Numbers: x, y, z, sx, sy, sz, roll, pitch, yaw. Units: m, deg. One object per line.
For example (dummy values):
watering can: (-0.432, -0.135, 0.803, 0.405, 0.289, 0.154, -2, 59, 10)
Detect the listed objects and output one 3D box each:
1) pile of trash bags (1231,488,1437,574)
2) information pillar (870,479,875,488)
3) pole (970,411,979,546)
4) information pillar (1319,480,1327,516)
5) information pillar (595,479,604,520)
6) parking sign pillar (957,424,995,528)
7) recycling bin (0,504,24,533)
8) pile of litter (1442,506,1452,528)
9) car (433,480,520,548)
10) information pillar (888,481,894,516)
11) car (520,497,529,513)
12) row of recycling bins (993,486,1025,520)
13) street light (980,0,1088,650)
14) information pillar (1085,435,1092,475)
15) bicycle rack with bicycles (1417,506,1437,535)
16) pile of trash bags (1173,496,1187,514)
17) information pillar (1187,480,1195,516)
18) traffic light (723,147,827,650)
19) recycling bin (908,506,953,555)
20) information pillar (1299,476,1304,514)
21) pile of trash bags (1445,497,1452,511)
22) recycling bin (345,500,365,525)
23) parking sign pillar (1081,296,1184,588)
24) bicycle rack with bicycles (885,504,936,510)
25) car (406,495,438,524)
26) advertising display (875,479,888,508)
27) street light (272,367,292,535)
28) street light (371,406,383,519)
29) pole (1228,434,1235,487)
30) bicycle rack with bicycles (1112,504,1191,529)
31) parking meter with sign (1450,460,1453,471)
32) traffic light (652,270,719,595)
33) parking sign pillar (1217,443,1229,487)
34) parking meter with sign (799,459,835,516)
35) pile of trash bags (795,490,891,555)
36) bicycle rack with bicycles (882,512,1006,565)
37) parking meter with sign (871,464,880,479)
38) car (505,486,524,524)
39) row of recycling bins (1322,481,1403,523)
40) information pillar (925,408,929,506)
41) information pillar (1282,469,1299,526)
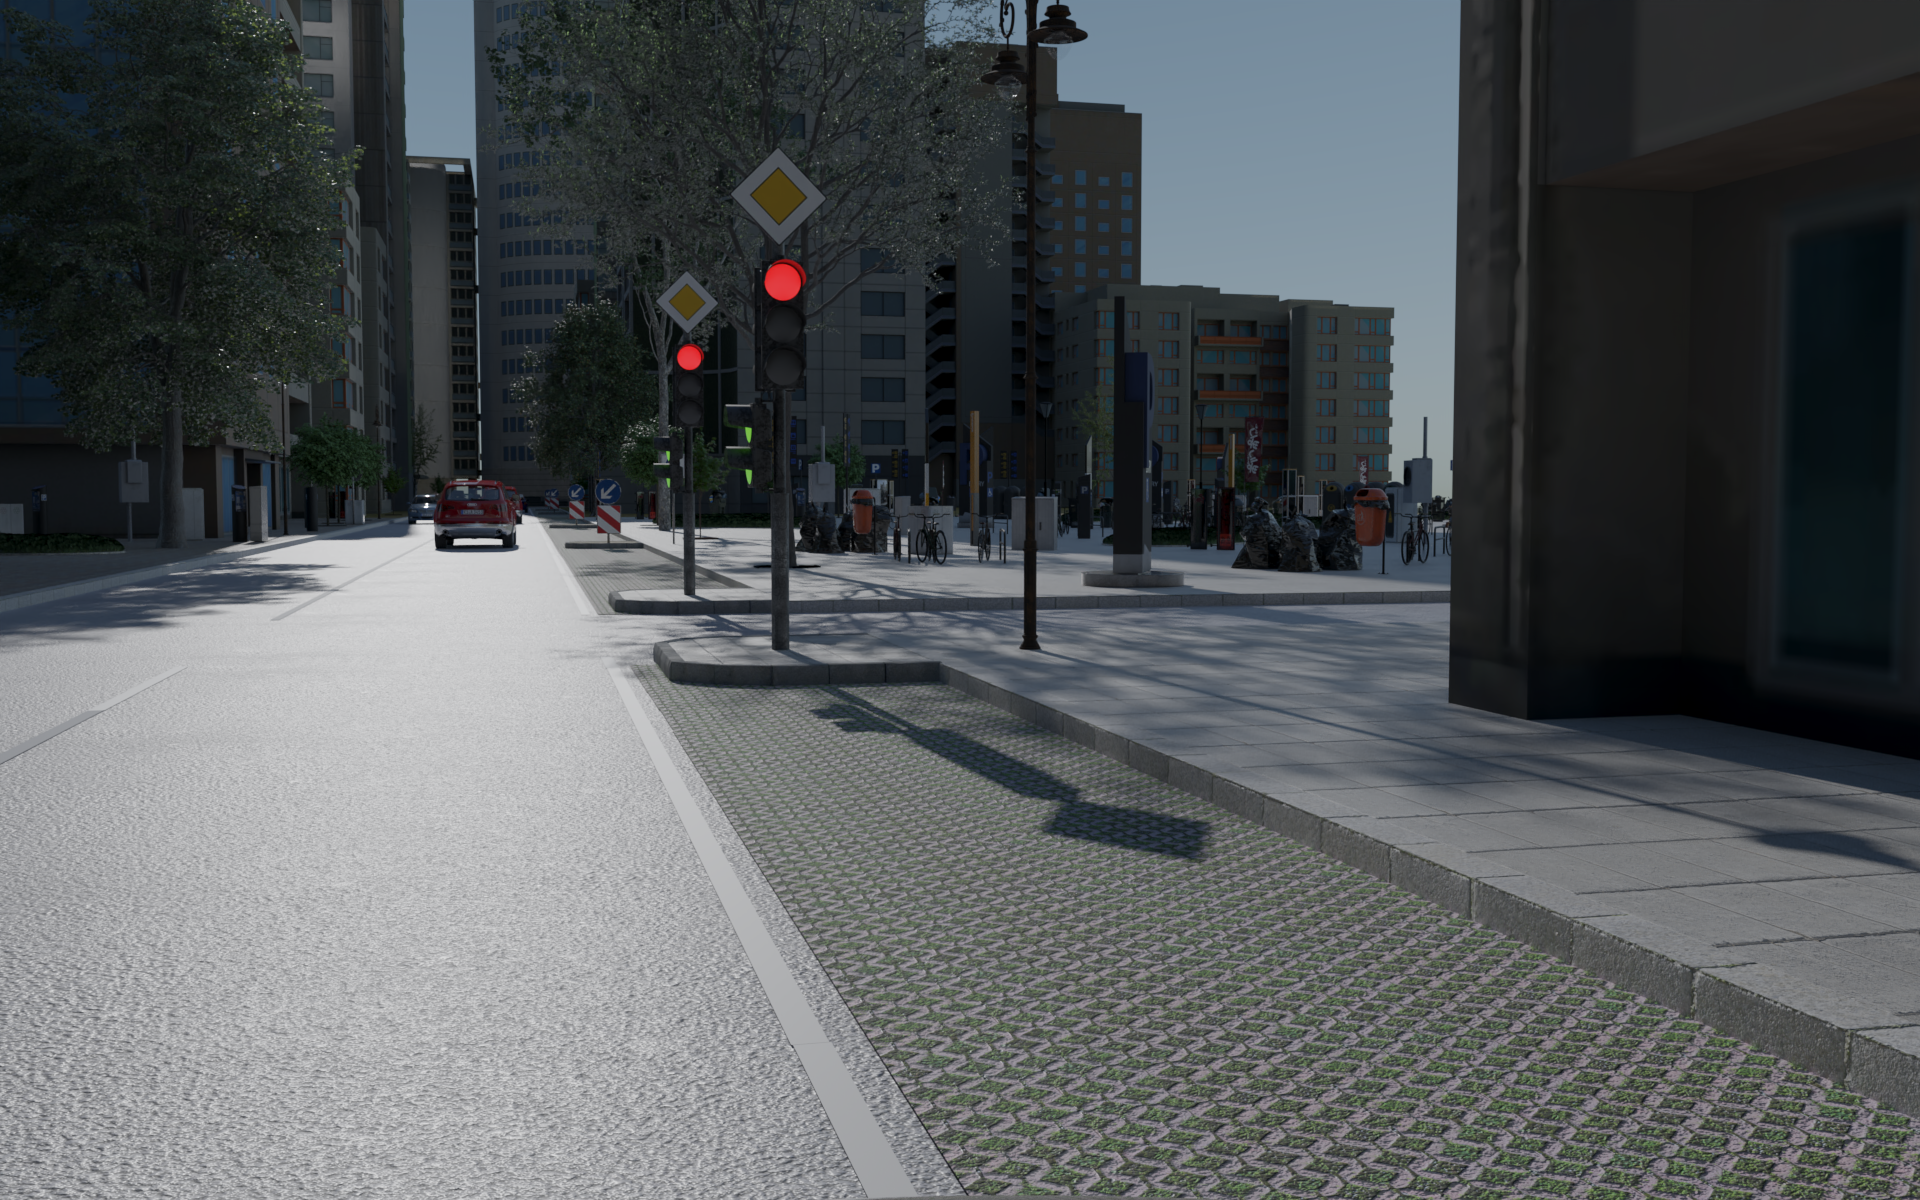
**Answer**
pile of trash bags: (6.049, -1.174, 28.952, 1.912, 1.369, 3.447, -1, 4, -22)
information pillar: (-4.318, -5.051, 87.071, 0.304, 2.012, 0.304, -2, 4, -28)
pole: (0.358, -2.983, 42.610, 0.158, 3.312, 0.155, 0, 3, 0)
information pillar: (18.750, -5.196, 89.441, 0.304, 2.012, 0.304, -1, 4, -9)
information pillar: (-17.875, -4.985, 85.989, 0.304, 2.012, 0.304, 2, 4, 32)
parking sign pillar: (0.657, -4.918, 68.884, 1.447, 3.967, 1.447, -2, 4, -28)
recycling bin: (-24.499, -1.942, 44.313, 0.722, 1.027, 0.722, 2, 4, 30)
pile of litter: (18.811, -3.155, 65.553, 1.176, 0.858, 1.719, -1, 4, -23)
car: (-13.202, -2.363, 47.312, 2.281, 1.827, 5.304, -1, 4, -13)
information pillar: (-3.909, -5.625, 96.468, 0.304, 2.012, 0.304, 3, 5, 40)
car: (-34.202, -7.400, 133.563, 1.945, 1.354, 3.894, -1, 4, -14)
row of recycling bins: (2.430, -4.938, 87.846, 1.069, 1.692, 3.534, -3, 5, -43)
street light: (0.580, -2.531, 14.163, 0.468, 5.910, 1.993, -1, 4, -14)
information pillar: (5.097, -4.735, 68.772, 0.183, 3.616, 0.504, 2, 4, 27)
bicycle rack with bicycles: (13.830, -2.506, 54.359, 2.852, 0.926, 2.925, 3, 4, 37)
pile of trash bags: (12.948, -5.466, 99.113, 1.912, 1.369, 3.447, 2, 4, 24)
information pillar: (11.754, -5.115, 88.121, 0.304, 2.012, 0.304, -1, 4, -15)
traffic light: (-1.500, -1.545, 14.186, 0.839, 4.253, 0.868, -1, 4, -14)
recycling bin: (-0.631, -1.490, 36.911, 0.722, 1.027, 0.722, -3, 5, -44)
information pillar: (13.671, -4.000, 69.898, 0.304, 2.012, 0.304, -2, 4, -26)
pile of trash bags: (25.375, -5.149, 93.936, 3.447, 1.369, 1.912, 3, 4, 36)
recycling bin: (-25.548, -3.704, 73.107, 0.722, 1.027, 0.722, -1, 4, -15)
parking sign pillar: (2.430, -2.190, 24.278, 1.447, 3.967, 1.447, 1, 4, 12)
bicycle rack with bicycles: (-2.012, -3.000, 62.431, 2.852, 0.926, 2.925, 1, 4, 17)
car: (-25.791, -4.406, 84.037, 2.014, 1.417, 4.499, -1, 4, -15)
advertising display: (-3.410, -4.269, 75.018, 0.123, 1.923, 0.974, 2, 4, 26)
street light: (-21.157, -4.978, 54.185, 0.468, 5.910, 1.993, -1, 4, -14)
street light: (-29.929, -7.112, 89.074, 0.468, 5.910, 1.993, -1, 4, -14)
pole: (9.215, -3.976, 58.846, 0.158, 3.312, 0.155, 0, 3, 0)
bicycle rack with bicycles: (6.778, -3.025, 62.845, 2.852, 0.926, 2.925, -2, 4, -30)
parking meter with sign: (25.636, -5.675, 89.043, 0.543, 3.016, 1.738, 2, 4, 27)
traffic light: (-3.460, -2.019, 21.928, 0.839, 4.253, 0.868, -1, 4, -14)
parking sign pillar: (13.714, -6.236, 90.437, 1.447, 3.967, 1.447, 1, 4, 17)
parking meter with sign: (-7.163, -5.533, 86.727, 1.738, 3.016, 0.543, -1, 4, -22)
pile of trash bags: (-2.430, -1.713, 37.752, 1.912, 1.369, 3.447, -1, 4, -17)
bicycle rack with bicycles: (-0.203, -1.177, 32.631, 2.852, 0.926, 2.925, 0, 4, 0)
parking meter with sign: (-4.678, -6.240, 98.277, 0.543, 3.016, 1.738, -1, 4, -10)
car: (-22.533, -4.659, 84.852, 2.281, 1.827, 5.304, -1, 4, -16)
row of recycling bins: (13.436, -3.085, 57.548, 1.069, 1.692, 3.534, -2, 4, -33)
information pillar: (-0.905, -3.416, 47.211, 0.183, 3.616, 0.504, 0, 4, -4)
information pillar: (9.640, -2.826, 50.704, 0.304, 2.012, 0.304, -1, 4, -20)
